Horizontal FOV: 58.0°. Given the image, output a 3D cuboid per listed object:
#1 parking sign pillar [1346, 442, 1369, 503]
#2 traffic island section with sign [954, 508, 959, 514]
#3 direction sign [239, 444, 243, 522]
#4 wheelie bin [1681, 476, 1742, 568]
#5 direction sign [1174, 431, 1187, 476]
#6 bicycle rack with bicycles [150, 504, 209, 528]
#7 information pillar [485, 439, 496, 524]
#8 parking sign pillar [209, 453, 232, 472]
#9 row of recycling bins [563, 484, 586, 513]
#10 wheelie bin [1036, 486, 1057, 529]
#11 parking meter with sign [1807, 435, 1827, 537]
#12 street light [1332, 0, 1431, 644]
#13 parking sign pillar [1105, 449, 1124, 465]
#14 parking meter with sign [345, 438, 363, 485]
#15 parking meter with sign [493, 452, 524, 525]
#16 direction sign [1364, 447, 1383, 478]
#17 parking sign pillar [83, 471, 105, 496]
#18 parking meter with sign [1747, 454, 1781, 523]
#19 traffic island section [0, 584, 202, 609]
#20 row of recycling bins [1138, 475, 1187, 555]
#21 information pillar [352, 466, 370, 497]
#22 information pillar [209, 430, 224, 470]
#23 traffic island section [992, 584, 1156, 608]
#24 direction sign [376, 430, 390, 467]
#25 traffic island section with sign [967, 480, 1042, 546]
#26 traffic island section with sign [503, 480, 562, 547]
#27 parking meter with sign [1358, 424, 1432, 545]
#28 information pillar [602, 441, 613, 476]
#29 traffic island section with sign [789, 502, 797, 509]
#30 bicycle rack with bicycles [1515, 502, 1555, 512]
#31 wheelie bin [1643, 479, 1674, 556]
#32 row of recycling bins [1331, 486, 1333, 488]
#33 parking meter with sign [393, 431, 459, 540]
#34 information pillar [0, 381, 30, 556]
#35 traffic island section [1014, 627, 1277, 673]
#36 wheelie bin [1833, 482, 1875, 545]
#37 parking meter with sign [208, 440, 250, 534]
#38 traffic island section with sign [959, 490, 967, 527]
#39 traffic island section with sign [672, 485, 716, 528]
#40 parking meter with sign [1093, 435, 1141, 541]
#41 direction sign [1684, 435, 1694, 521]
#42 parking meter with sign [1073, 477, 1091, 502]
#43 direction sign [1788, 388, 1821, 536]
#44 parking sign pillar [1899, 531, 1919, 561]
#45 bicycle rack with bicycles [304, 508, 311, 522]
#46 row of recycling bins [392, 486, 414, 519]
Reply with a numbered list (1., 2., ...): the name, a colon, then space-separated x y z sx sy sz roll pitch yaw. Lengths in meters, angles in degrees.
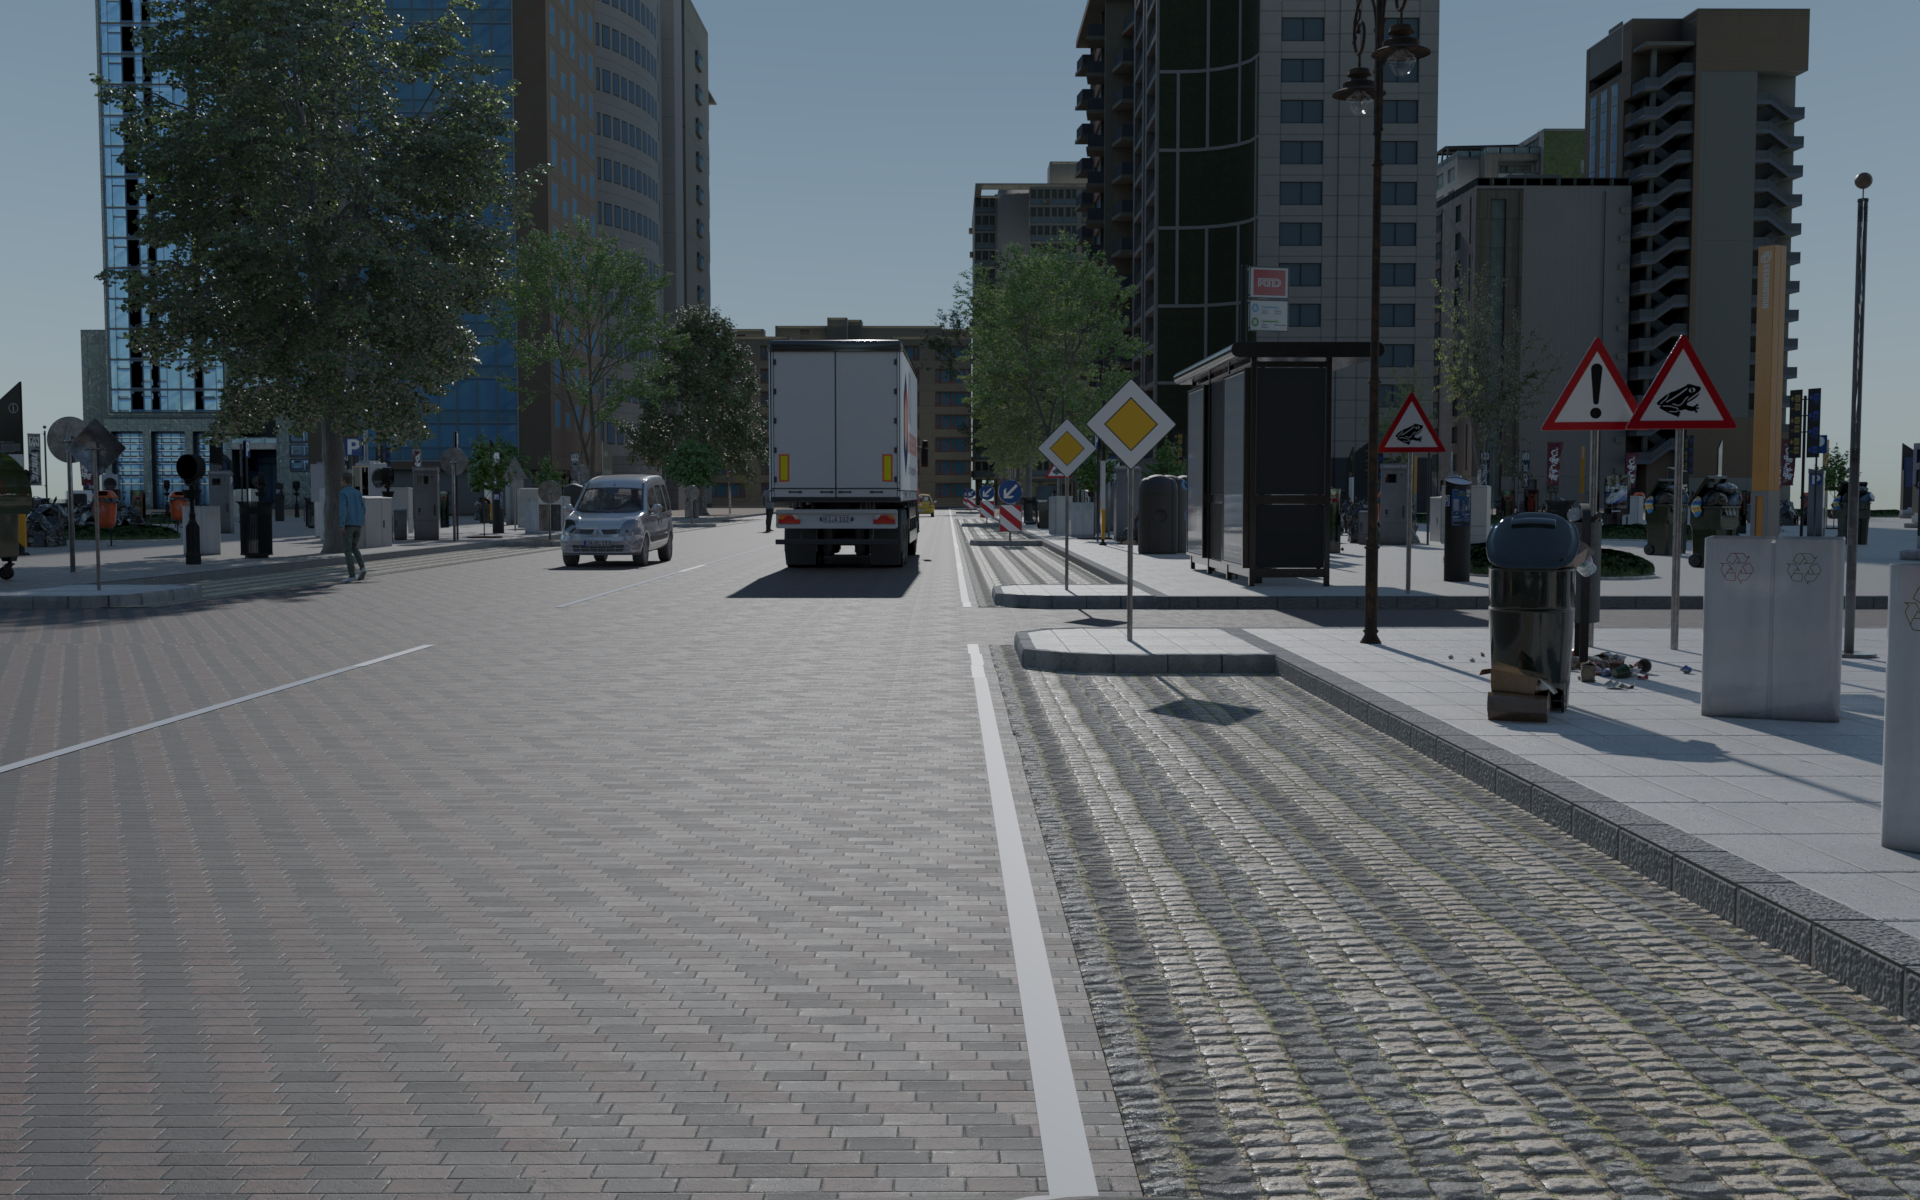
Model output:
1. parking sign pillar: 20.445 -6.128 88.670 1.447 3.967 1.447 3 5 40
2. traffic island section with sign: 0.682 -7.119 125.021 1.989 1.847 2.006 0 4 0
3. direction sign: -32.465 -5.278 78.293 0.379 3.537 0.876 -2 4 -28
4. wheelie bin: 13.206 -1.367 30.259 0.980 1.594 0.693 -2 4 -35
5. direction sign: 8.116 -4.302 62.341 0.876 3.537 0.379 0 4 -2
6. bicycle rack with bicycles: -29.086 -3.190 65.535 2.852 0.926 2.925 0 4 5
7. information pillar: -20.008 -5.066 74.187 0.183 3.616 0.504 0 4 6
8. parking sign pillar: -40.344 -6.486 94.519 1.447 3.967 1.447 2 4 26
9. row of recycling bins: -14.821 -3.857 70.173 1.069 1.692 3.534 1 4 21
10. wheelie bin: 3.261 -3.443 64.197 0.693 1.594 0.980 -3 5 -42
11. parking meter with sign: 25.663 -3.399 51.834 0.543 3.016 1.738 2 4 30
12. street light: 3.534 -2.565 14.726 0.468 5.910 1.993 0 4 0
13. parking sign pillar: 8.132 -6.151 89.049 1.447 3.967 1.447 -1 4 -9
14. parking meter with sign: -18.899 -3.487 53.278 0.543 3.016 1.738 0 4 0
15. parking meter with sign: -18.712 -4.686 72.872 1.738 3.016 0.543 -3 5 -44
16. direction sign: 19.783 -5.556 82.842 0.876 3.537 0.379 2 4 27
17. parking sign pillar: -48.521 -6.641 97.046 1.447 3.967 1.447 2 4 24
18. parking meter with sign: 35.154 -4.869 75.875 0.543 3.016 1.738 -1 4 -8
19. traffic island section: -11.494 -0.049 23.080 2.009 0.180 2.903 0 4 0
20. row of recycling bins: 4.826 -1.906 38.277 1.069 1.692 3.534 2 4 28
21. information pillar: -15.631 -2.491 45.221 0.304 2.012 0.304 2 4 25
22. information pillar: -26.808 -4.352 62.518 0.504 3.616 0.183 0 4 3
23. traffic island section: 1.447 -0.055 23.173 2.009 0.180 2.903 0 4 0
24. direction sign: -19.855 -4.130 59.515 0.379 3.537 0.876 -3 4 -37
25. traffic island section with sign: 1.269 -2.422 48.223 1.989 1.847 2.006 0 4 0
26. traffic island section with sign: -11.355 -2.389 47.685 1.989 1.847 2.006 0 4 0
27. parking meter with sign: 10.938 -2.893 43.569 1.738 3.016 0.543 1 4 21
28. information pillar: -15.687 -5.238 76.999 0.504 3.616 0.183 -3 5 -40
29. traffic island section with sign: -11.950 -7.108 124.839 1.989 1.847 2.006 0 4 0
30. bicycle rack with bicycles: 31.430 -4.995 95.047 2.852 0.926 2.925 -2 4 -31
31. wheelie bin: 14.832 -1.738 36.329 0.980 1.594 0.693 -2 4 -29
32. row of recycling bins: 17.115 -4.678 83.593 1.069 1.692 3.534 -1 4 -12
33. parking meter with sign: -14.883 -3.181 48.270 1.738 3.016 0.543 -1 4 -12
34. information pillar: -19.736 -2.736 36.092 0.504 3.616 0.183 0 4 1
35. traffic island section: 1.507 0.434 15.188 2.009 0.180 2.903 0 4 0
36. wheelie bin: 22.735 -2.207 43.999 0.980 1.594 0.693 0 4 4
37. parking meter with sign: -24.028 -3.671 56.288 1.738 3.016 0.543 -1 4 -9
38. traffic island section with sign: 1.058 -4.102 75.688 1.989 1.847 2.006 0 4 0
39. traffic island section with sign: -11.561 -4.037 74.640 1.989 1.847 2.006 0 4 0
40. parking meter with sign: 4.556 -3.103 46.997 1.738 3.016 0.543 0 4 -6
41. direction sign: 28.172 -4.589 67.019 0.379 3.537 0.876 0 4 3
42. parking meter with sign: 4.602 -3.736 57.341 1.738 3.016 0.543 0 4 0
43. direction sign: 18.197 -2.776 37.378 0.379 3.537 0.876 -1 4 -16
44. parking sign pillar: 19.067 -2.756 33.526 1.447 3.967 1.447 0 4 7
45. bicycle rack with bicycles: -29.222 -4.093 80.308 2.852 0.926 2.925 -2 4 -28
46. row of recycling bins: -29.080 -5.079 90.158 1.069 1.692 3.534 -3 4 -38
